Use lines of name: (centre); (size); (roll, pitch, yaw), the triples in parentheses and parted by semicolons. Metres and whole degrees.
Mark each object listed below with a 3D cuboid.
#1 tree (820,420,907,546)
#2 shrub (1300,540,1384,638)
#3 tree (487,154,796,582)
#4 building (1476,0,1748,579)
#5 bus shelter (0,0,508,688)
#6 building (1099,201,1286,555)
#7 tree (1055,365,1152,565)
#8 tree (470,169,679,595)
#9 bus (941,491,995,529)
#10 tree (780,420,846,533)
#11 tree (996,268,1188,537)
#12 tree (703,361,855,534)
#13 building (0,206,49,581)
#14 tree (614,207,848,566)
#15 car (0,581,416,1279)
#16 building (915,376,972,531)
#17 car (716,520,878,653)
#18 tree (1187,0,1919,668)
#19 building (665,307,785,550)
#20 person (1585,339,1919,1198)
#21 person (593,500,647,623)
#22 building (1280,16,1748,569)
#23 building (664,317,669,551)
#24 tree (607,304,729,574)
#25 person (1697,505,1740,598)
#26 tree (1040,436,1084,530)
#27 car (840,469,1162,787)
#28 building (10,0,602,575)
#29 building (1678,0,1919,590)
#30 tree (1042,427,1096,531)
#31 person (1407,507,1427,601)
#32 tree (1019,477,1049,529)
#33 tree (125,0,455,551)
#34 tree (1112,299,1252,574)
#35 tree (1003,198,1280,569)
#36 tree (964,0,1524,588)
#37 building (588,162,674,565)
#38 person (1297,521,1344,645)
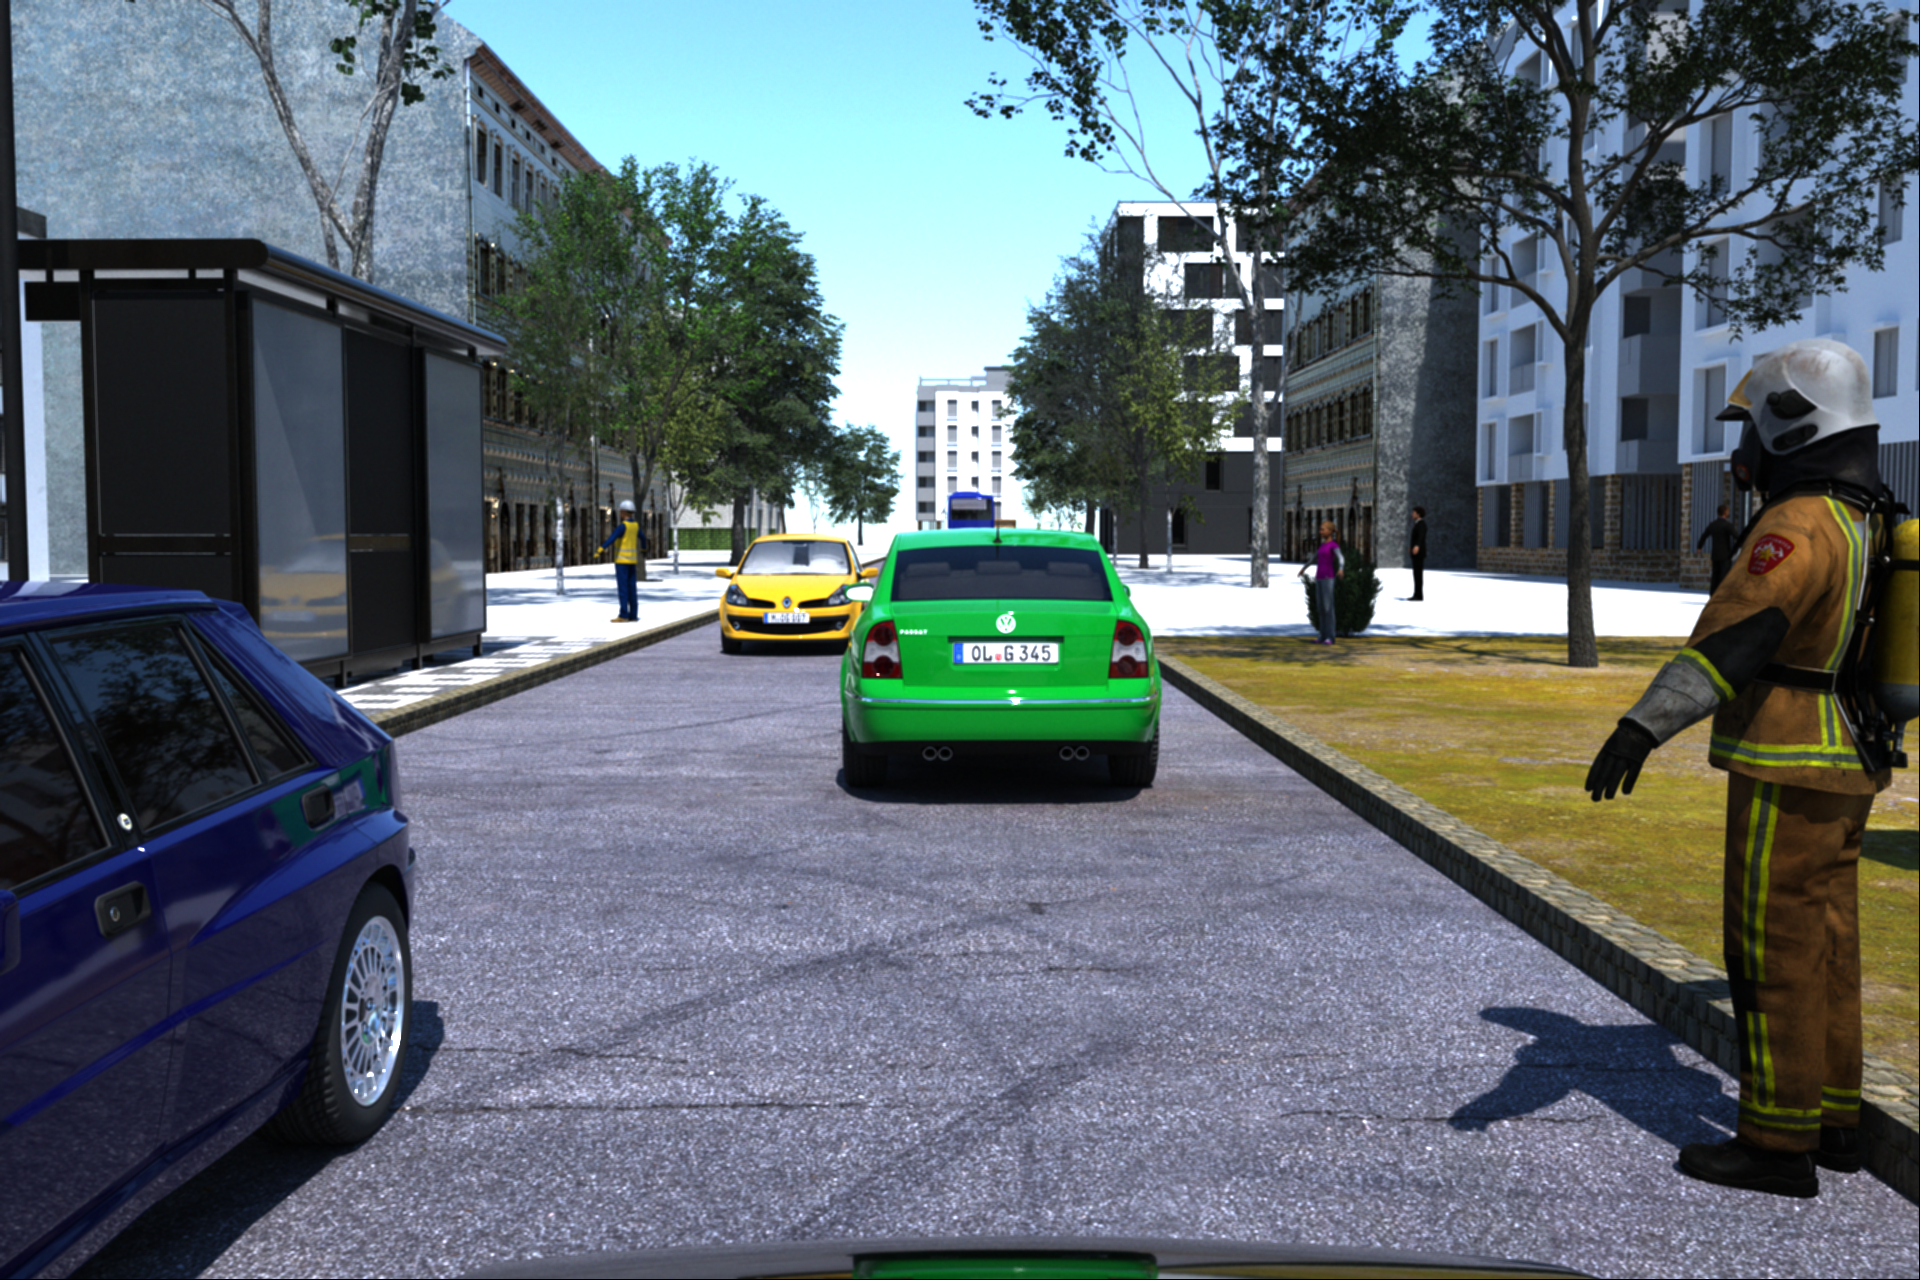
tree: (-11.063, -17.554, 193.666); (9.857, 13.997, 8.962); (0, 3, 0)
shrub: (4.755, -0.639, 21.567); (1.383, 1.207, 1.383); (0, 3, 0)
tree: (-8.517, -7.382, 46.446); (9.928, 11.665, 9.643); (0, 3, 0)
building: (22.942, -12.331, 58.024); (16.016, 20.090, 11.380); (0, 4, -1)
bus shelter: (-5.933, -2.215, 13.844); (2.179, 5.291, 8.768); (0, 4, 1)
building: (23.651, -17.064, 122.975); (27.936, 21.610, 32.646); (0, 3, 0)
tree: (6.712, -7.492, 72.860); (4.360, 8.622, 3.978); (0, 3, 0)
tree: (-8.562, -5.229, 35.853); (4.360, 8.622, 3.978); (0, 3, 0)
bus: (0.436, -6.598, 99.419); (2.896, 3.916, 12.251); (0, 4, -2)
tree: (-8.735, -9.425, 104.456); (4.360, 8.622, 3.978); (0, 3, 0)
tree: (6.394, -10.847, 83.998); (9.857, 13.997, 8.962); (0, 3, 0)
tree: (-8.863, -9.274, 86.045); (8.767, 10.594, 7.601); (-3, 5, -43)
building: (-24.809, -5.490, 31.913); (9.099, 9.664, 28.070); (0, 4, 0)
tree: (-8.891, -9.925, 68.931); (9.857, 13.997, 8.962); (0, 3, 0)
car: (-2.235, 0.597, 2.815); (1.945, 1.354, 3.894); (0, 4, 0)
building: (-4.815, -20.805, 199.038); (11.380, 20.090, 16.016); (0, 4, -1)
car: (-2.025, -0.723, 22.050); (2.015, 1.641, 3.980); (0, 4, 0)
tree: (5.689, -5.020, 16.492); (7.601, 10.594, 8.767); (0, 4, 6)
building: (-25.174, -17.386, 150.714); (16.747, 18.905, 31.486); (0, 4, 0)
person: (1.844, 0.267, 3.866); (1.354, 1.858, 0.705); (-3, 5, -41)
person: (-4.925, -1.149, 25.242); (0.721, 1.772, 1.216); (2, 4, 25)
building: (24.564, -14.785, 72.660); (19.493, 23.208, 18.063); (0, 4, 0)
building: (-27.006, -16.011, 118.205); (16.016, 20.090, 11.380); (0, 4, -1)
tree: (-9.126, -6.404, 55.076); (4.737, 8.622, 4.395); (0, 3, 0)
person: (13.752, -1.529, 31.232); (0.704, 1.802, 1.346); (-1, 4, -21)
tree: (6.323, -9.556, 106.602); (4.737, 8.622, 4.395); (0, 3, 0)
car: (0.200, -0.147, 11.198); (1.959, 1.807, 4.718); (0, 4, -1)
building: (-24.397, -14.147, 62.229); (19.493, 23.208, 18.063); (0, 4, 0)
building: (21.876, -11.118, 38.195); (16.016, 20.090, 11.380); (0, 4, 0)
tree: (6.113, -8.850, 95.057); (4.360, 8.622, 3.978); (0, 3, 0)
person: (8.780, -1.659, 33.309); (0.705, 1.806, 1.347); (1, 4, 11)
tree: (8.710, -14.865, 193.407); (4.737, 8.622, 4.395); (0, 3, 0)
tree: (-9.908, -10.371, 25.454); (12.611, 20.169, 13.585); (0, 3, 0)
tree: (6.884, -6.389, 54.829); (4.737, 8.622, 4.395); (0, 3, 0)
tree: (6.698, -9.356, 63.333); (12.009, 13.543, 11.850); (0, 3, 0)
tree: (6.139, -11.241, 39.684); (12.611, 20.169, 13.585); (0, 3, 0)
building: (-24.421, -15.258, 80.401); (19.493, 23.208, 18.063); (0, 4, 0)
person: (4.196, -0.663, 20.108); (0.599, 1.433, 0.991); (-1, 4, -18)
